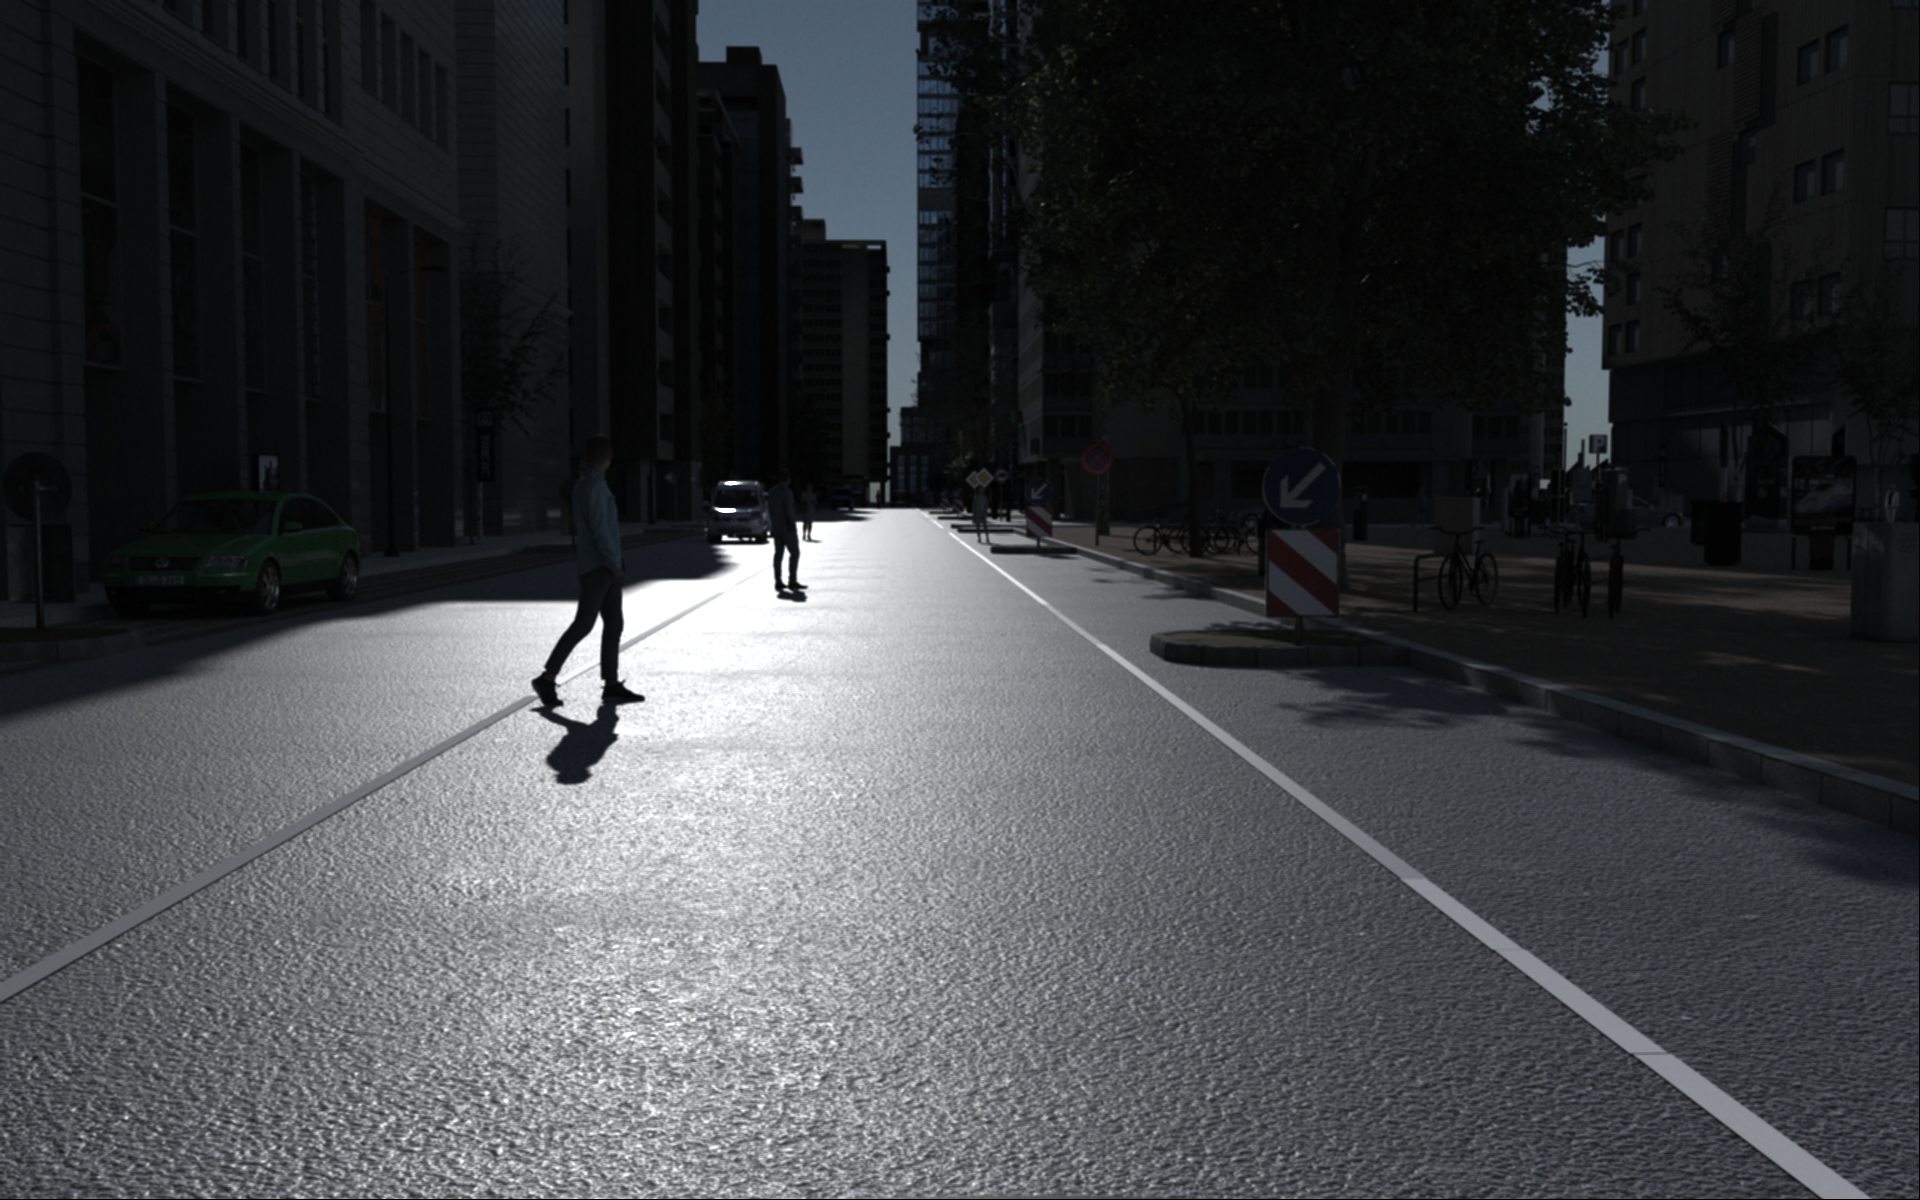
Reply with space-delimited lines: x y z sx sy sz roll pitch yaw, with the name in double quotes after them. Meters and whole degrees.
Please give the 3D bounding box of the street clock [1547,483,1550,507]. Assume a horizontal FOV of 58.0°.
38.935 -6.709 114.262 0.358 2.002 0.471 3 4 39 "street clock"

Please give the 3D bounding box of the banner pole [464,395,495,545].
-12.140 -3.288 43.768 0.863 3.779 0.401 0 4 3 "banner pole"

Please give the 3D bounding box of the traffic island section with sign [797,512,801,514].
-12.520 -7.134 125.271 1.989 1.847 2.006 0 4 -2 "traffic island section with sign"

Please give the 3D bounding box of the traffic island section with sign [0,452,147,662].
-8.551 -0.426 15.592 1.989 1.847 2.006 0 4 -2 "traffic island section with sign"

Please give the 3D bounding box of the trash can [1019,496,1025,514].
4.177 -6.172 112.567 0.748 1.137 0.748 0 3 0 "trash can"

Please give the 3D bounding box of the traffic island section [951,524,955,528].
0.636 -3.116 73.229 2.009 0.180 2.903 0 4 -2 "traffic island section"

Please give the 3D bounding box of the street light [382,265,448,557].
-11.086 -3.837 35.275 1.470 5.913 1.316 0 4 -2 "street light"

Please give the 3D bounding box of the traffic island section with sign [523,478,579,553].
-9.529 -2.073 42.529 1.989 1.847 2.006 0 4 -2 "traffic island section with sign"

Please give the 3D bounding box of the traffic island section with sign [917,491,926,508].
-3.089 -10.233 175.943 1.989 1.847 2.006 0 4 -2 "traffic island section with sign"

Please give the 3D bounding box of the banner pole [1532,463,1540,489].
46.334 -9.149 139.596 0.863 3.779 0.401 0 4 2 "banner pole"

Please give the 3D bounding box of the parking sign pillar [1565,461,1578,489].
49.817 -9.334 141.087 1.447 3.967 1.447 -2 4 -32 "parking sign pillar"

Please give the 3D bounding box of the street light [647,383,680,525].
-12.436 -6.128 72.734 1.470 5.913 1.316 0 4 -2 "street light"

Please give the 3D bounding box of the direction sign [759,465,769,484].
-15.473 -8.864 136.928 0.876 3.537 0.379 1 4 16 "direction sign"

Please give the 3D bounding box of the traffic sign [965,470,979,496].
0.613 -4.251 73.151 0.795 2.450 0.064 0 4 -2 "traffic sign"

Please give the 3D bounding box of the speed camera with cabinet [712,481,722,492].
-16.334 -7.789 121.680 2.038 3.252 0.660 -2 4 -27 "speed camera with cabinet"

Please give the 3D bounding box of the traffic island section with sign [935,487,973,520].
-0.257 -5.467 98.019 1.989 1.847 2.006 0 4 -2 "traffic island section with sign"

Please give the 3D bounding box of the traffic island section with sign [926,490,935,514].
-1.245 -7.137 125.323 1.989 1.847 2.006 0 4 -2 "traffic island section with sign"

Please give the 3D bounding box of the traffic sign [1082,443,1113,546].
3.409 -2.622 42.973 0.768 2.556 0.104 0 4 3 "traffic sign"

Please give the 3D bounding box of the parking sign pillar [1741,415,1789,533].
26.680 -4.208 57.280 1.447 3.967 1.447 -2 4 -28 "parking sign pillar"

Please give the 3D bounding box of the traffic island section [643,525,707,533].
-10.659 -2.603 64.837 2.009 0.180 2.903 0 4 -2 "traffic island section"

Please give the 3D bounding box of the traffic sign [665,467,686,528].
-10.636 -3.739 64.776 0.795 2.450 0.064 0 4 -2 "traffic sign"

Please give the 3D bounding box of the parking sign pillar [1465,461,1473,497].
28.776 -6.703 98.058 1.447 3.967 1.447 1 4 15 "parking sign pillar"

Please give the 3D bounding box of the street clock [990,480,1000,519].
1.762 -5.103 88.004 0.471 2.002 0.358 2 4 32 "street clock"

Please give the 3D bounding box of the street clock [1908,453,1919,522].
17.033 -1.602 30.767 0.358 2.002 0.471 3 5 40 "street clock"

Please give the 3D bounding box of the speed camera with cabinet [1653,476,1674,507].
36.690 -5.870 90.308 0.660 3.252 2.038 3 4 37 "speed camera with cabinet"

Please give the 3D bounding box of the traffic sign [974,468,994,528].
0.902 -3.763 65.171 0.795 2.450 0.064 0 4 -2 "traffic sign"

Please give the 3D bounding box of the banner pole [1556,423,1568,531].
21.139 -4.335 60.900 0.401 3.779 0.863 -1 4 -9 "banner pole"

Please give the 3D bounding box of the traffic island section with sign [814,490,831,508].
-14.301 -10.146 174.521 1.989 1.847 2.006 0 4 -2 "traffic island section with sign"

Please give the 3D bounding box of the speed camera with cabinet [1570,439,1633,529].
23.222 -4.177 62.632 2.038 3.252 0.660 1 4 17 "speed camera with cabinet"

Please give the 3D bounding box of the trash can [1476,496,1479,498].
39.618 -7.527 134.715 0.748 1.137 0.748 0 3 0 "trash can"

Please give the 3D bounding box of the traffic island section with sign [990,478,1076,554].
1.756 -2.057 42.258 1.989 1.847 2.006 0 4 -2 "traffic island section with sign"

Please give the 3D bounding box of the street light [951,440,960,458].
-0.589 -10.729 147.962 1.470 5.913 1.316 0 4 -2 "street light"

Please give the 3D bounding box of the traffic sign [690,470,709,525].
-10.925 -4.227 72.756 0.795 2.450 0.064 0 4 -2 "traffic sign"

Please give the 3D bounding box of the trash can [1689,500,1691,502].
18.652 -1.942 43.411 0.748 1.137 0.748 0 3 0 "trash can"

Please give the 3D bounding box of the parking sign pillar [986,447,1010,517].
1.977 -6.782 99.352 1.447 3.967 1.447 0 4 1 "parking sign pillar"

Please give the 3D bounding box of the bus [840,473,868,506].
-12.368 -13.017 204.370 2.896 3.916 12.252 0 4 -1 "bus"

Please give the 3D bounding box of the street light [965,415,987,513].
0.974 -7.925 102.112 1.470 5.913 1.316 0 4 -2 "street light"

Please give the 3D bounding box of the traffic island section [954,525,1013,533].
0.925 -2.628 65.249 2.009 0.180 2.903 0 4 -2 "traffic island section"

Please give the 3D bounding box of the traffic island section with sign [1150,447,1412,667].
2.736 -0.409 15.320 1.989 1.847 2.006 0 4 -2 "traffic island section with sign"

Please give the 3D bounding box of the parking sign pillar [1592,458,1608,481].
48.275 -8.693 130.599 1.447 3.967 1.447 -3 5 -42 "parking sign pillar"

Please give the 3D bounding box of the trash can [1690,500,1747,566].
13.632 -1.180 30.945 0.748 1.137 0.748 0 3 0 "trash can"

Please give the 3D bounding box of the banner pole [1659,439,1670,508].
32.067 -5.431 78.819 0.401 3.779 0.863 -1 4 -15 "banner pole"

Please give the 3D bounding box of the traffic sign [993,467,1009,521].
1.972 -5.056 82.776 0.768 2.556 0.104 0 4 3 "traffic sign"

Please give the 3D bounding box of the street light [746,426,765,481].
-14.036 -8.932 118.583 1.470 5.913 1.316 0 4 -2 "street light"

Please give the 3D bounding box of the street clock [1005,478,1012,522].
2.247 -4.632 80.306 0.358 2.002 0.471 1 4 8 "street clock"
